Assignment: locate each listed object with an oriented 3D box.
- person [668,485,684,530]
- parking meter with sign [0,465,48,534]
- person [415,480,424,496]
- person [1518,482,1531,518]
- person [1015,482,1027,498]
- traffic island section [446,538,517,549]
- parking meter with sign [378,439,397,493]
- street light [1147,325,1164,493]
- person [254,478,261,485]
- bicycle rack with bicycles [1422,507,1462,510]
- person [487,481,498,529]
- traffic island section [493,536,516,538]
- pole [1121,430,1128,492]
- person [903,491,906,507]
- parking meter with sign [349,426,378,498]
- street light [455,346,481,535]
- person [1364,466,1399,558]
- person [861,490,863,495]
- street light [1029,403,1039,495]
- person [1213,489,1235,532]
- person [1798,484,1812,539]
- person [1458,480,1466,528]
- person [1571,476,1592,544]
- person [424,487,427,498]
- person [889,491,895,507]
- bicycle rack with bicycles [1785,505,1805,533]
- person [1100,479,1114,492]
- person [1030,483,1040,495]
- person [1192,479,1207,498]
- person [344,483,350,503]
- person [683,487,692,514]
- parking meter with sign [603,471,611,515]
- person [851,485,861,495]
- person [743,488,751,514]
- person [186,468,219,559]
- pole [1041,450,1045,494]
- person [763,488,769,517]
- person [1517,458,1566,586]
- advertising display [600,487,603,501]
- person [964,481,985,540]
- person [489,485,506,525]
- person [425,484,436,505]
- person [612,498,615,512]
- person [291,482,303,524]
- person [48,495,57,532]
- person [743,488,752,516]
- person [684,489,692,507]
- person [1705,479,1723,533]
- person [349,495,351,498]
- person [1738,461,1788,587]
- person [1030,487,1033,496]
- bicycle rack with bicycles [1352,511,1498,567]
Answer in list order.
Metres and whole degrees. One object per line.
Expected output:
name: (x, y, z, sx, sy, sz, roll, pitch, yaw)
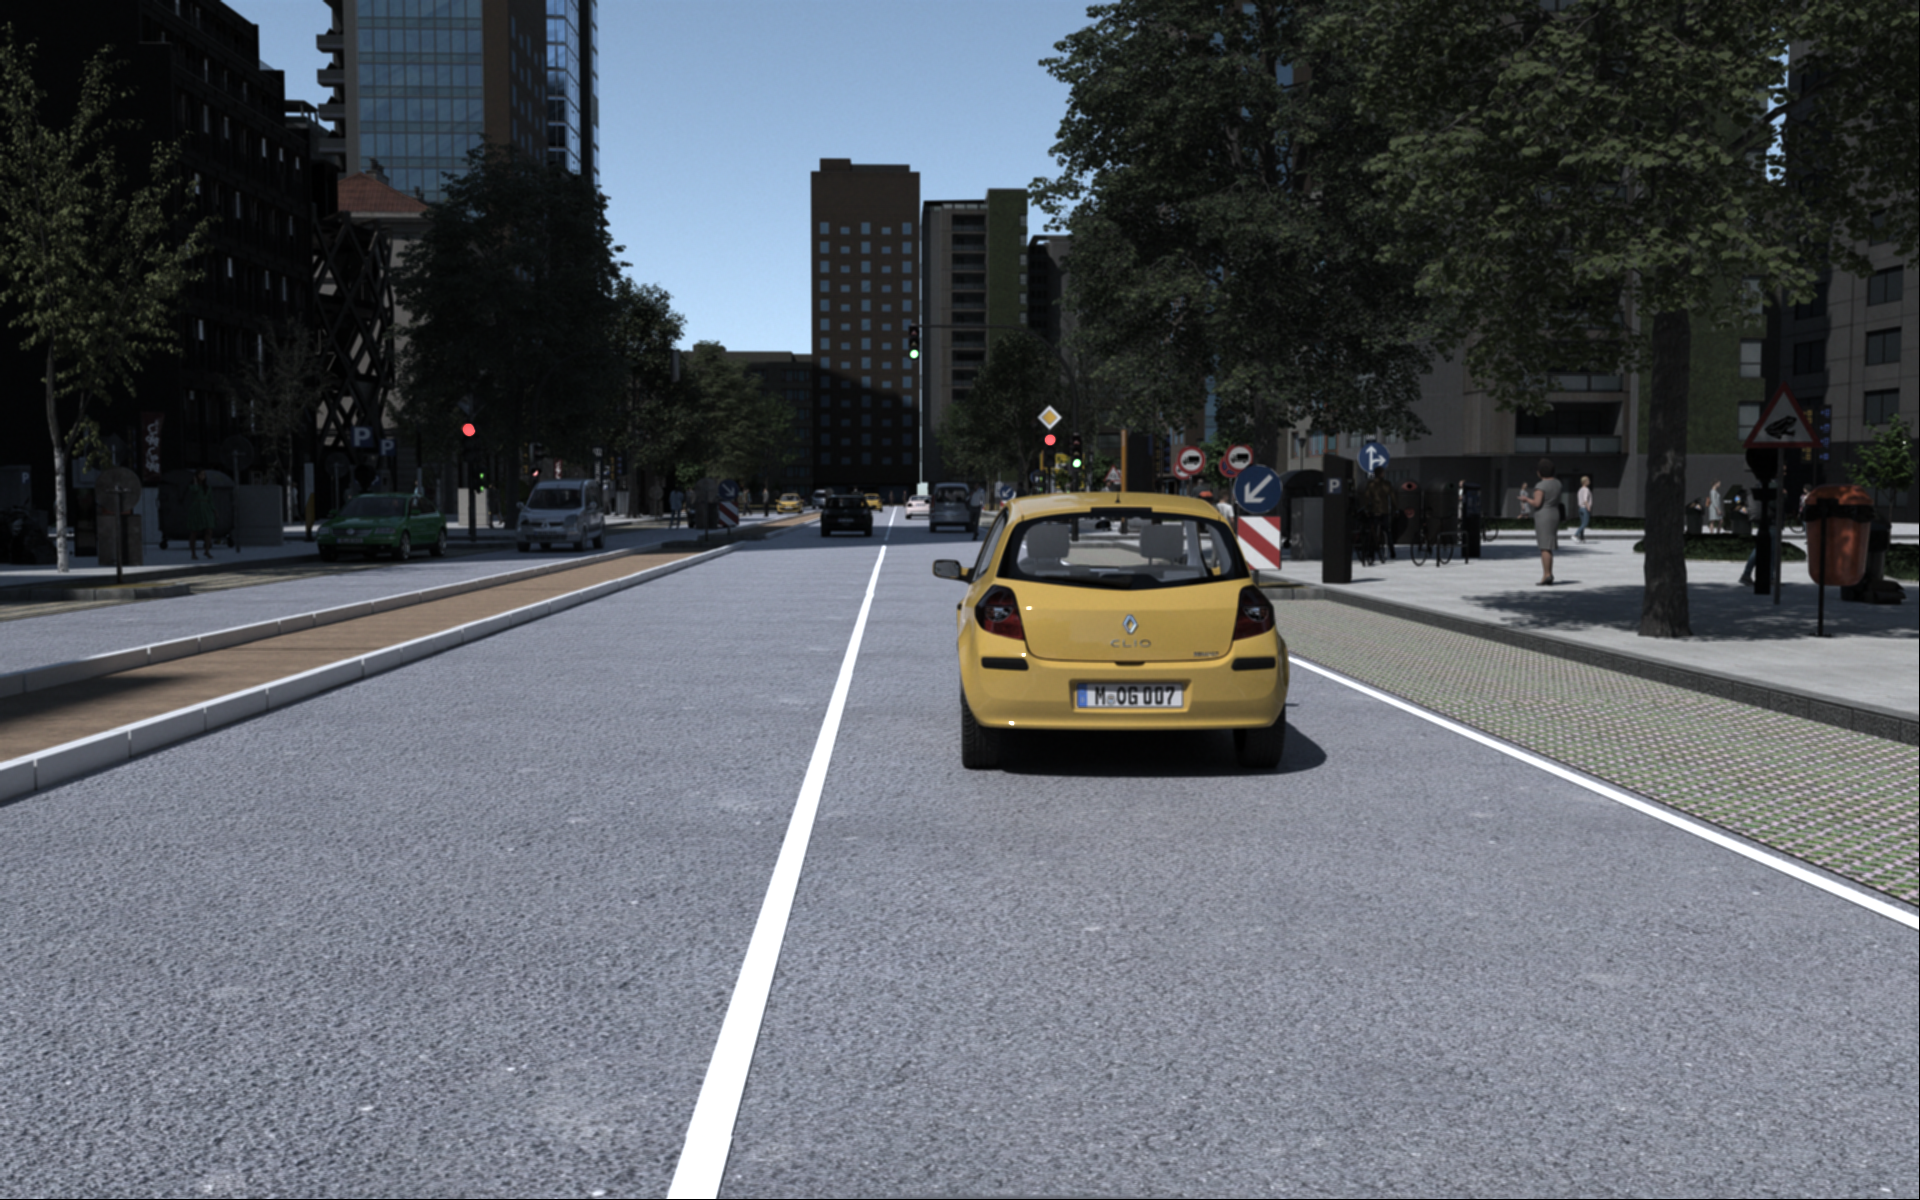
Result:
person: (-11.477, -3.741, 69.935, 0.793, 1.790, 0.793, -2, 4, -34)
parking meter with sign: (-24.836, -3.011, 45.497, 1.738, 3.016, 0.543, 1, 4, 12)
person: (-19.895, -3.548, 63.919, 0.748, 1.841, 0.638, -2, 4, -26)
person: (20.774, -3.493, 63.903, 0.760, 1.731, 0.466, 0, 4, -3)
person: (2.070, -3.261, 61.617, 0.447, 1.846, 0.655, 3, 4, 38)
traffic island section: (-13.012, -1.466, 46.248, 2.009, 0.180, 2.903, 0, 4, -2)
parking meter with sign: (-18.037, -3.515, 53.727, 0.543, 3.016, 1.738, 0, 4, 3)
street light: (5.189, -4.494, 46.268, 0.468, 5.910, 1.993, 0, 4, -2)
person: (-22.617, -3.033, 55.807, 0.661, 1.801, 0.590, 0, 4, -6)
bicycle rack with bicycles: (13.181, -2.050, 46.893, 2.925, 0.926, 2.852, -1, 4, -10)
person: (-17.414, -3.558, 64.558, 0.374, 1.781, 0.599, 0, 4, 7)
traffic island section: (-13.291, -1.954, 54.228, 2.009, 0.180, 2.903, 0, 4, -2)
pole: (5.215, -3.737, 54.951, 0.158, 3.312, 0.155, 0, 3, 0)
person: (-5.974, -10.855, 186.536, 0.434, 1.755, 0.990, -1, 4, -11)
parking meter with sign: (-15.669, -2.997, 45.260, 0.543, 3.016, 1.738, -1, 4, -23)
street light: (-15.377, -4.983, 54.265, 0.468, 5.910, 1.993, 0, 4, -2)
person: (8.469, -1.762, 34.768, 0.656, 1.842, 0.836, -2, 4, -27)
person: (-9.446, -9.704, 167.143, 0.705, 1.826, 1.348, 0, 4, -6)
street light: (3.719, -6.979, 86.887, 0.468, 5.910, 1.993, 0, 4, -2)
person: (4.314, -1.085, 28.843, 0.503, 1.515, 0.523, 0, 4, -2)
person: (24.983, -2.546, 50.966, 0.643, 1.720, 0.563, -2, 4, -29)
person: (17.018, -3.191, 58.760, 0.362, 1.759, 0.519, -3, 5, -42)
person: (16.091, -2.330, 44.807, 0.598, 1.740, 0.731, -1, 4, -15)
person: (-32.636, -6.093, 105.847, 0.721, 1.800, 0.419, -3, 5, -42)
person: (-7.800, -11.545, 197.818, 0.434, 1.755, 0.990, -3, 5, -41)
bicycle rack with bicycles: (28.390, -2.683, 57.241, 2.852, 0.926, 2.925, -2, 4, -35)
person: (5.117, -3.297, 60.215, 0.678, 1.792, 0.850, -2, 4, -31)
person: (4.038, -5.303, 92.109, 0.648, 1.900, 0.474, 1, 4, 22)
person: (8.367, -3.321, 60.513, 0.661, 1.801, 0.590, 1, 4, 9)
person: (-26.824, -4.274, 76.405, 0.782, 1.767, 0.515, 0, 4, 1)
person: (-17.244, -6.300, 109.613, 0.480, 1.755, 0.524, 1, 4, 13)
parking meter with sign: (-21.615, -6.691, 105.662, 0.543, 3.016, 1.738, 0, 4, -4)
person: (-5.656, -5.333, 95.057, 0.648, 1.900, 0.474, -1, 4, -12)
person: (-15.572, -7.229, 126.557, 0.638, 1.841, 0.748, -2, 4, -25)
person: (-14.938, -1.700, 34.083, 0.529, 1.795, 0.600, 2, 4, 30)
pole: (3.862, -5.284, 80.234, 0.158, 3.312, 0.155, 0, 3, 0)
person: (-12.280, -6.161, 109.417, 0.473, 1.802, 0.592, 0, 4, 7)
person: (8.222, -1.100, 24.380, 0.716, 1.782, 0.532, -3, 4, -37)
advertising display: (-21.174, -5.938, 102.303, 0.123, 1.923, 0.974, 0, 4, -7)
person: (0.447, -2.776, 53.994, 0.679, 1.850, 0.850, 1, 4, 16)
person: (-19.141, -4.049, 72.468, 1.509, 1.804, 0.699, -1, 4, -12)
person: (-29.970, -5.623, 97.950, 0.580, 1.828, 0.573, -3, 5, -42)
person: (-25.291, -7.432, 126.918, 0.648, 1.900, 0.474, 2, 4, 35)
person: (-28.144, -4.102, 73.333, 0.641, 1.798, 0.478, 0, 4, -2)
person: (-30.291, -2.922, 58.071, 0.306, 1.304, 0.590, 3, 4, 38)
person: (-14.247, -6.552, 115.544, 0.836, 1.842, 0.656, -2, 4, -29)
person: (-19.002, -7.048, 121.761, 0.782, 1.767, 0.515, -2, 4, -34)
person: (21.000, -2.515, 48.167, 0.522, 1.701, 0.512, 2, 4, 27)
person: (-24.046, -3.828, 68.835, 0.583, 1.804, 0.606, -3, 4, -36)
person: (11.157, -1.069, 23.876, 0.721, 1.781, 0.623, 0, 4, -5)
person: (5.482, -7.521, 129.287, 0.678, 1.792, 0.850, -3, 4, -38)
bicycle rack with bicycles: (7.927, -1.112, 31.560, 2.852, 0.926, 2.925, 2, 4, 33)
